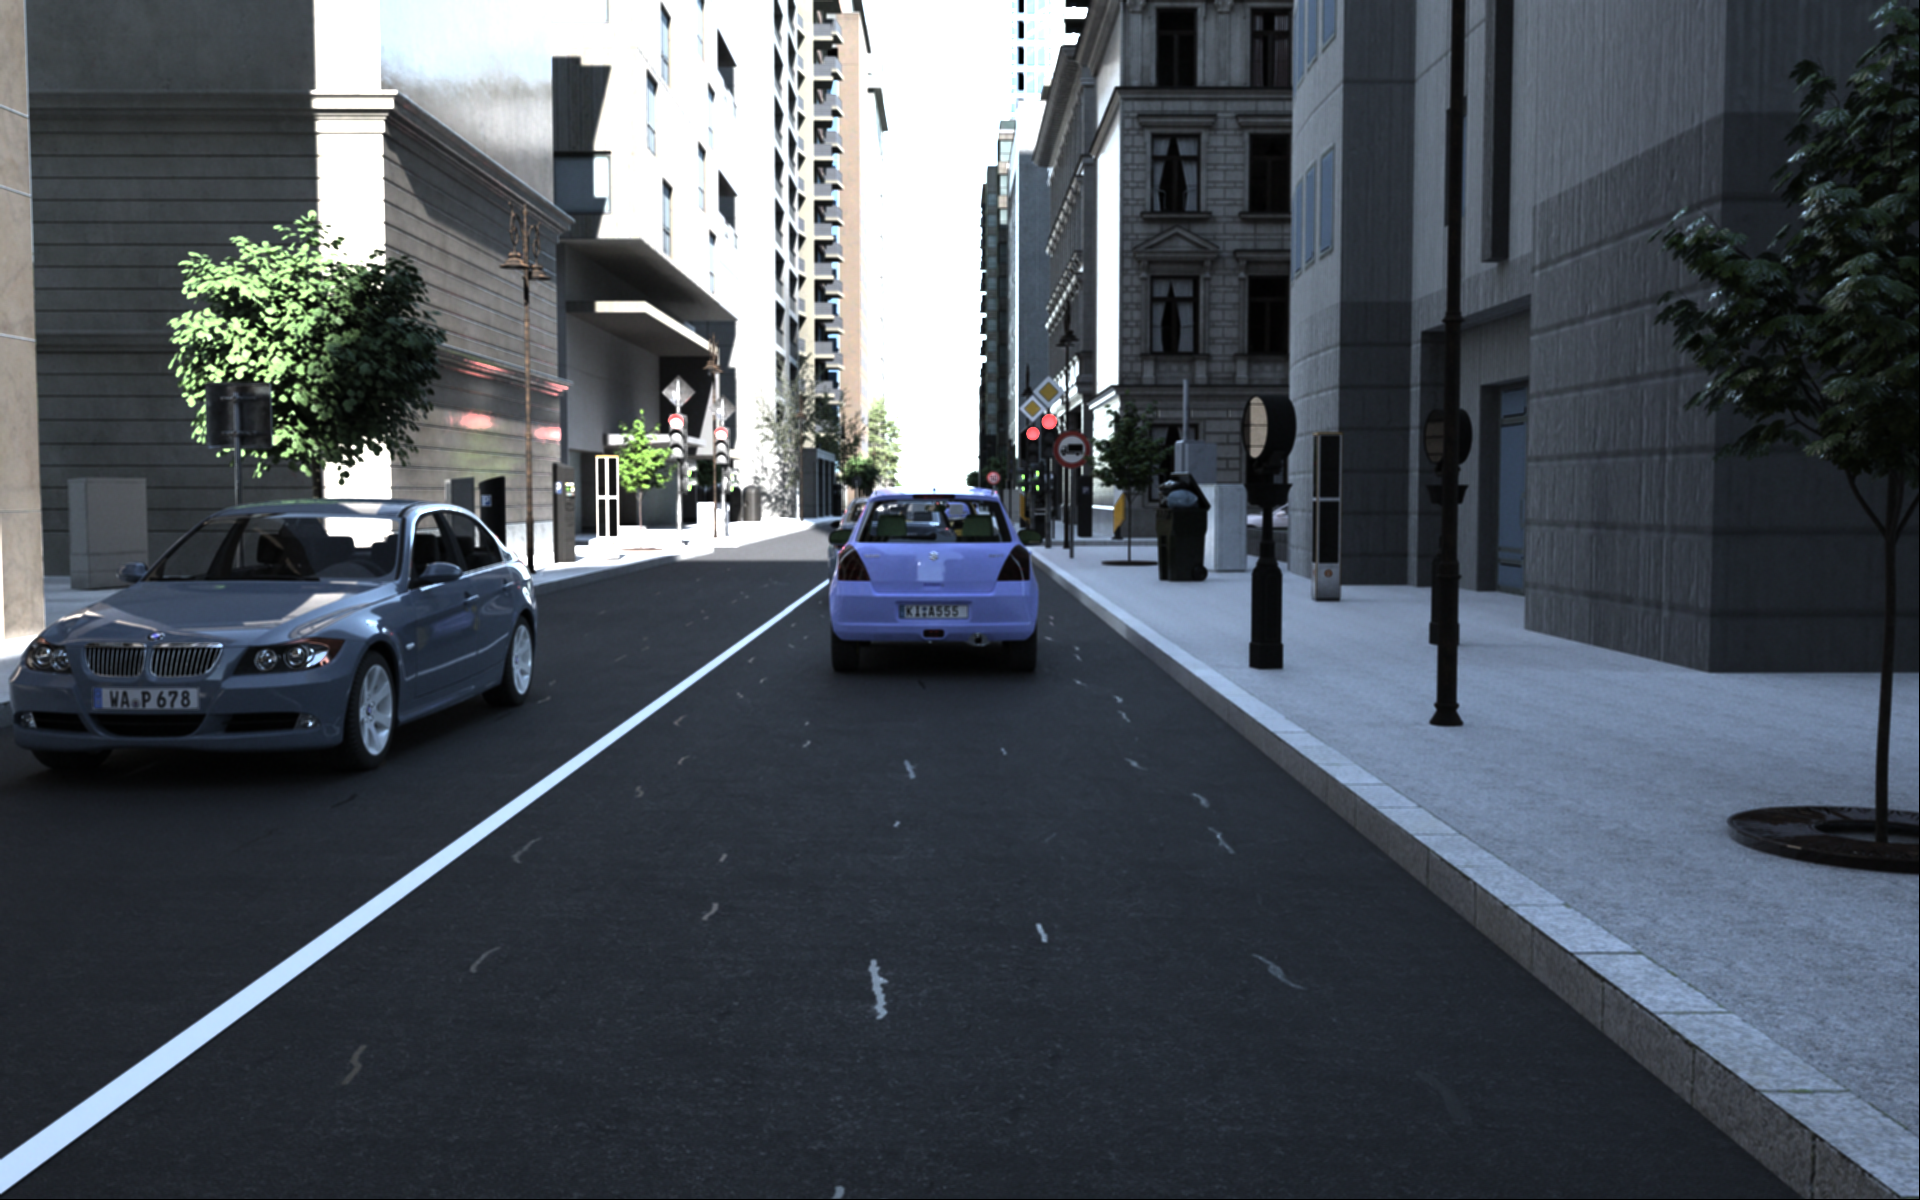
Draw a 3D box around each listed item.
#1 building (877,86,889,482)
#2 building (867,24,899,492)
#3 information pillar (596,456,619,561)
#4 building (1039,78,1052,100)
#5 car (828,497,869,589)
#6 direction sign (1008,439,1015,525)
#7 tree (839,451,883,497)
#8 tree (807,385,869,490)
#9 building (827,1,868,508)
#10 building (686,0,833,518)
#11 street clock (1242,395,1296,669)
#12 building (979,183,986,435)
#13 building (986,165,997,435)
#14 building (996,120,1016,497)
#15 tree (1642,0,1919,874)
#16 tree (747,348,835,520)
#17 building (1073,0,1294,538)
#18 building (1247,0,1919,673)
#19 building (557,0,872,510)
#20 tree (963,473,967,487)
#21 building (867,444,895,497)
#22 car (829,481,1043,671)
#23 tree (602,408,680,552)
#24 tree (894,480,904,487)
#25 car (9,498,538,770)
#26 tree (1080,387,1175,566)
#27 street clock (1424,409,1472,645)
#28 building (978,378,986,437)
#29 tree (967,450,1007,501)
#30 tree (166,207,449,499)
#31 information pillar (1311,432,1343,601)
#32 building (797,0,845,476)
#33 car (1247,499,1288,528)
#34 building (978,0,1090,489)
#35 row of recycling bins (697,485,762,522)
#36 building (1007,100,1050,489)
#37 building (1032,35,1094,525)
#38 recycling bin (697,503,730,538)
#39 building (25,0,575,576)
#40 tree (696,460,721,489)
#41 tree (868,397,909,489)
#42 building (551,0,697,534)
[{"bbox_3d":[-23.763,-38.672,221.527,28.713,52.752,27.495,0,4,0],"label":"building"},{"bbox_3d":[-19.840,-50.843,269.529,20.563,71.187,20.611,0,4,0],"label":"building"},{"bbox_3d":[-6.780,-1.764,33.336,0.304,2.012,0.304,2,4,35],"label":"information pillar"},{"bbox_3d":[19.204,-28.373,155.774,32.217,40.220,23.993,0,4,0],"label":"building"},{"bbox_3d":[-0.908,-0.796,25.019,2.014,1.417,4.499,0,4,1],"label":"car"},{"bbox_3d":[2.084,-4.883,71.838,0.379,3.537,0.876,0,4,-7],"label":"direction sign"},{"bbox_3d":[-7.539,-9.027,131.299,4.285,4.588,4.351,0,3,0],"label":"tree"},{"bbox_3d":[-8.480,-10.253,118.001,4.737,8.622,4.395,0,3,0],"label":"tree"},{"bbox_3d":[-15.718,-31.154,159.476,14.600,45.320,14.200,0,4,0],"label":"building"},{"bbox_3d":[-17.862,-40.486,100.195,20.563,71.187,20.611,0,4,0],"label":"building"},{"bbox_3d":[2.259,-0.499,12.723,0.358,2.002,0.471,-1,4,-14],"label":"street clock"},{"bbox_3d":[13.738,-35.756,239.227,22.147,44.769,28.867,0,4,0],"label":"building"},{"bbox_3d":[10.218,-32.678,217.878,14.154,41.232,14.086,0,4,0],"label":"building"},{"bbox_3d":[9.847,-22.343,137.002,14.160,30.474,14.107,0,4,0],"label":"building"},{"bbox_3d":[3.285,-0.718,6.344,1.663,3.219,1.824,0,3,0],"label":"tree"},{"bbox_3d":[-8.339,-8.304,86.139,4.360,8.622,3.978,0,3,0],"label":"tree"},{"bbox_3d":[13.574,-11.642,54.971,19.286,19.102,10.561,0,4,0],"label":"building"},{"bbox_3d":[15.782,-29.522,24.676,21.231,58.520,28.212,0,4,0],"label":"building"},{"bbox_3d":[-23.986,-36.158,180.415,28.713,52.752,27.495,0,4,0],"label":"building"},{"bbox_3d":[1.836,-13.694,207.608,4.285,4.588,4.351,0,3,0],"label":"tree"},{"bbox_3d":[-25.571,-33.989,247.595,32.217,40.220,23.993,0,4,0],"label":"building"},{"bbox_3d":[-0.217,-0.350,15.322,1.945,1.707,3.694,0,4,-1],"label":"car"},{"bbox_3d":[-7.160,-2.711,38.930,1.663,3.219,1.824,0,3,0],"label":"tree"},{"bbox_3d":[-8.256,-15.457,247.318,1.663,3.219,1.824,0,3,0],"label":"tree"},{"bbox_3d":[-3.862,0.090,10.525,2.014,1.417,4.499,0,4,1],"label":"car"},{"bbox_3d":[3.063,-2.262,31.586,1.663,3.219,1.824,0,3,0],"label":"tree"},{"bbox_3d":[4.131,-0.621,14.720,0.358,2.002,0.471,-1,4,-9],"label":"street clock"},{"bbox_3d":[16.840,-25.953,269.374,27.650,21.520,28.899,0,4,0],"label":"building"},{"bbox_3d":[3.173,-8.851,128.426,4.285,4.588,4.351,0,3,0],"label":"tree"},{"bbox_3d":[-7.492,-2.216,19.938,4.285,4.588,4.351,0,3,0],"label":"tree"},{"bbox_3d":[4.403,-0.997,20.787,0.304,2.012,0.304,0,4,1],"label":"information pillar"},{"bbox_3d":[-20.756,-29.562,137.970,22.147,44.769,28.867,0,4,0],"label":"building"},{"bbox_3d":[8.761,-1.983,44.780,4.827,1.381,2.083,0,3,0],"label":"car"},{"bbox_3d":[13.335,-53.156,181.772,22.319,86.520,31.000,0,4,0],"label":"building"},{"bbox_3d":[-10.781,-4.403,79.106,3.534,1.692,1.069,-2,4,-24],"label":"row of recycling bins"},{"bbox_3d":[9.431,-18.124,114.344,12.078,24.808,19.932,0,4,0],"label":"building"},{"bbox_3d":[8.814,-14.252,83.935,10.553,20.767,40.483,0,4,0],"label":"building"},{"bbox_3d":[-7.340,-2.386,51.563,0.722,1.027,0.722,-3,4,-37],"label":"recycling bin"},{"bbox_3d":[-25.819,-13.085,33.032,34.723,24.649,14.460,0,4,0],"label":"building"},{"bbox_3d":[-12.721,-6.204,85.152,4.285,4.588,4.351,0,3,0],"label":"tree"},{"bbox_3d":[-9.486,-17.303,201.025,7.486,12.596,7.792,0,3,0],"label":"tree"},{"bbox_3d":[-22.721,-28.904,61.812,28.713,52.752,27.495,0,4,0],"label":"building"}]
